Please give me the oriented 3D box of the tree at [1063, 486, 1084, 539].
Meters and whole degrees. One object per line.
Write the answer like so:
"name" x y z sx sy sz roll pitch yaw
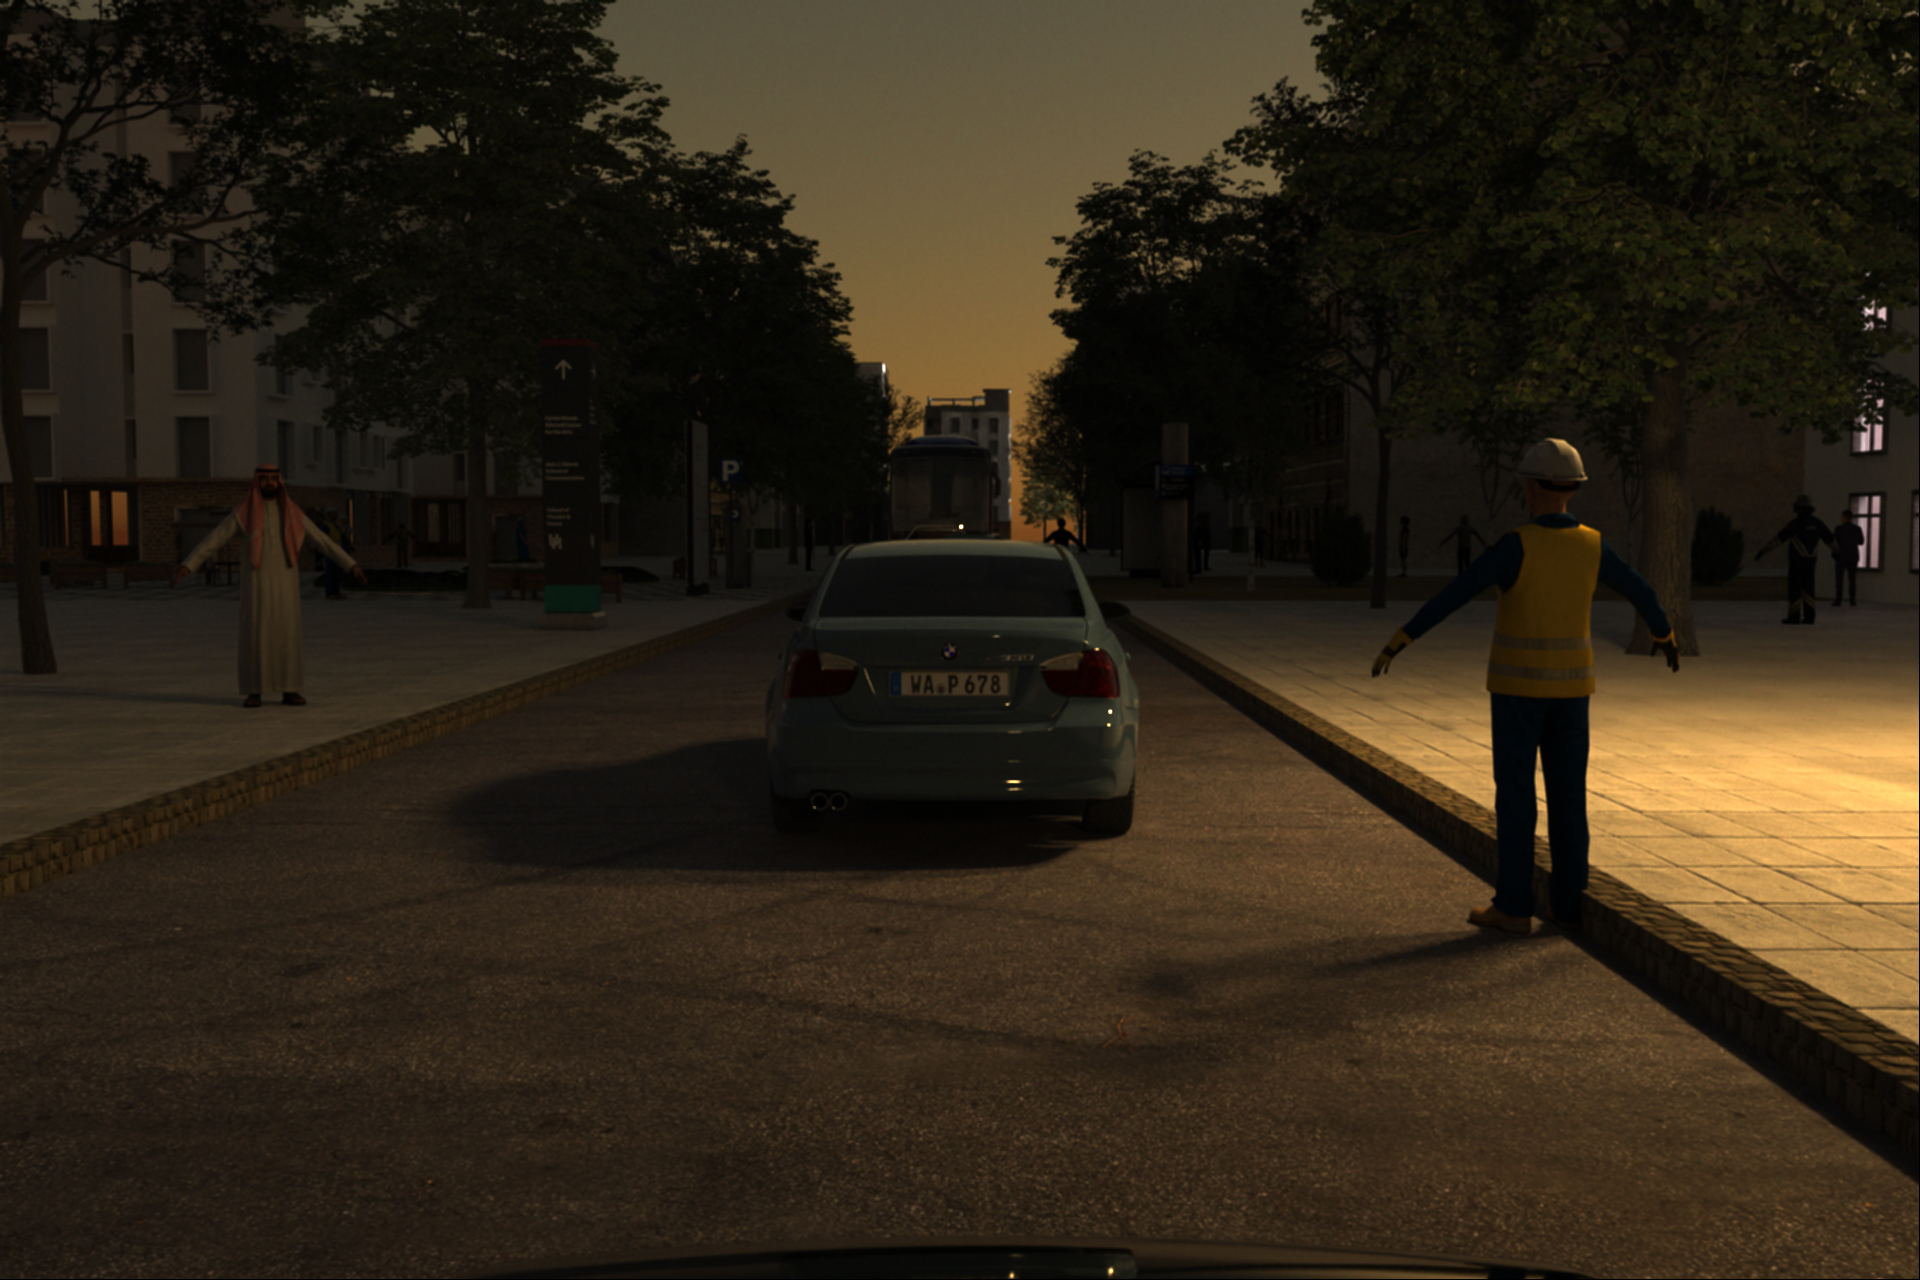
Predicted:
"tree" 15.360 -17.143 230.651 4.737 8.622 4.395 0 3 0

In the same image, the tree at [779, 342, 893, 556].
"tree" -7.494 -11.234 101.803 7.486 12.596 7.792 0 3 0

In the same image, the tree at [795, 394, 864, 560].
"tree" -6.964 -8.226 84.851 4.737 8.622 4.395 0 3 0

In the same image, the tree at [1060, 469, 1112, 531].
"tree" 9.353 -11.079 131.506 4.737 8.622 4.395 0 3 0

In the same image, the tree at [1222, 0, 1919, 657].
"tree" 7.428 -6.807 17.945 9.857 13.997 8.962 0 3 0

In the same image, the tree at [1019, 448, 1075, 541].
"tree" 11.375 -18.683 223.593 7.486 12.596 7.792 0 3 0

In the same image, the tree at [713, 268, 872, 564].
"tree" -7.381 -9.524 73.846 7.486 12.596 7.792 0 3 0

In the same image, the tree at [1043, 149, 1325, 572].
"tree" 7.268 -9.159 56.409 9.857 13.997 8.962 0 3 0

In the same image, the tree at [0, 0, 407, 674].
"tree" -8.777 -4.957 15.464 7.601 10.594 8.767 -2 4 -33

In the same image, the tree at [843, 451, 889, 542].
"tree" -6.967 -11.174 133.051 4.737 8.622 4.395 0 3 0

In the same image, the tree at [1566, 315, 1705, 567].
"tree" 19.619 -6.124 50.490 4.737 8.622 4.395 0 3 0

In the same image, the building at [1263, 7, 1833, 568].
"building" 23.893 -14.856 73.822 19.493 23.208 18.063 0 4 0

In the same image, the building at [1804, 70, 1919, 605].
"building" 21.679 -4.865 21.698 9.099 9.664 28.070 0 4 1

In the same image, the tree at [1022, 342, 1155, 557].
"tree" 8.717 -11.531 98.894 12.009 13.543 11.850 0 3 0

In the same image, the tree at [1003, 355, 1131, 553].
"tree" 8.098 -12.498 114.719 12.009 13.543 11.850 0 3 0

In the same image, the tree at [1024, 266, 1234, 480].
"tree" 8.133 -10.326 79.193 12.009 13.543 11.850 0 3 0

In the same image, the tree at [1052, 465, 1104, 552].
"tree" 8.343 -10.656 124.592 4.360 8.622 3.978 0 3 0

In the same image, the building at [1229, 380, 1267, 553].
"building" 27.241 -14.685 106.559 16.747 18.905 31.486 0 4 1

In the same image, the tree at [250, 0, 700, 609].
"tree" -8.453 -6.848 30.093 7.486 12.596 7.792 0 3 0

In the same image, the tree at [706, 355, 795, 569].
"tree" -7.759 -6.947 63.943 4.737 8.622 4.395 0 3 0

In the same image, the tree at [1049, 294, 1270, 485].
"tree" 7.838 -8.098 66.810 8.767 10.594 7.601 0 4 -4

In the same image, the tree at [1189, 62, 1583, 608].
"tree" 7.590 -5.835 29.821 7.601 10.594 8.767 -1 4 -17

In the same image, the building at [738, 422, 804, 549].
"building" -24.869 -18.405 167.381 16.747 18.905 31.486 0 3 0

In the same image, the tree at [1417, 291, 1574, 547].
"tree" 13.444 -5.700 43.556 4.737 8.622 4.395 0 3 0

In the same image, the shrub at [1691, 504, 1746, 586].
"shrub" 18.605 -2.357 42.957 1.690 2.028 1.600 0 3 0

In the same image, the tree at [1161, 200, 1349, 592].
"tree" 6.549 -5.400 38.655 4.360 8.622 3.978 0 3 0

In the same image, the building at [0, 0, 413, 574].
"building" -27.560 -12.310 57.696 16.016 20.090 11.380 0 4 1

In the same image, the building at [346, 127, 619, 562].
"building" -23.892 -13.787 81.844 16.016 20.090 11.380 0 4 2

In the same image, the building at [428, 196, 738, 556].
"building" -24.457 -16.977 108.498 19.493 23.208 18.063 0 4 0

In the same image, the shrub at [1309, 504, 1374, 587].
"shrub" 9.357 -2.327 42.467 1.690 2.028 1.600 0 3 0

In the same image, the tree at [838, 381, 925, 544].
"tree" -6.432 -11.584 115.151 9.928 11.665 9.643 0 3 0

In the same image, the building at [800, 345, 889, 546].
"building" -23.073 -22.020 204.005 27.936 21.610 32.646 0 4 0

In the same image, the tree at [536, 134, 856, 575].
"tree" -8.180 -9.034 54.357 9.857 13.997 8.962 0 3 0
